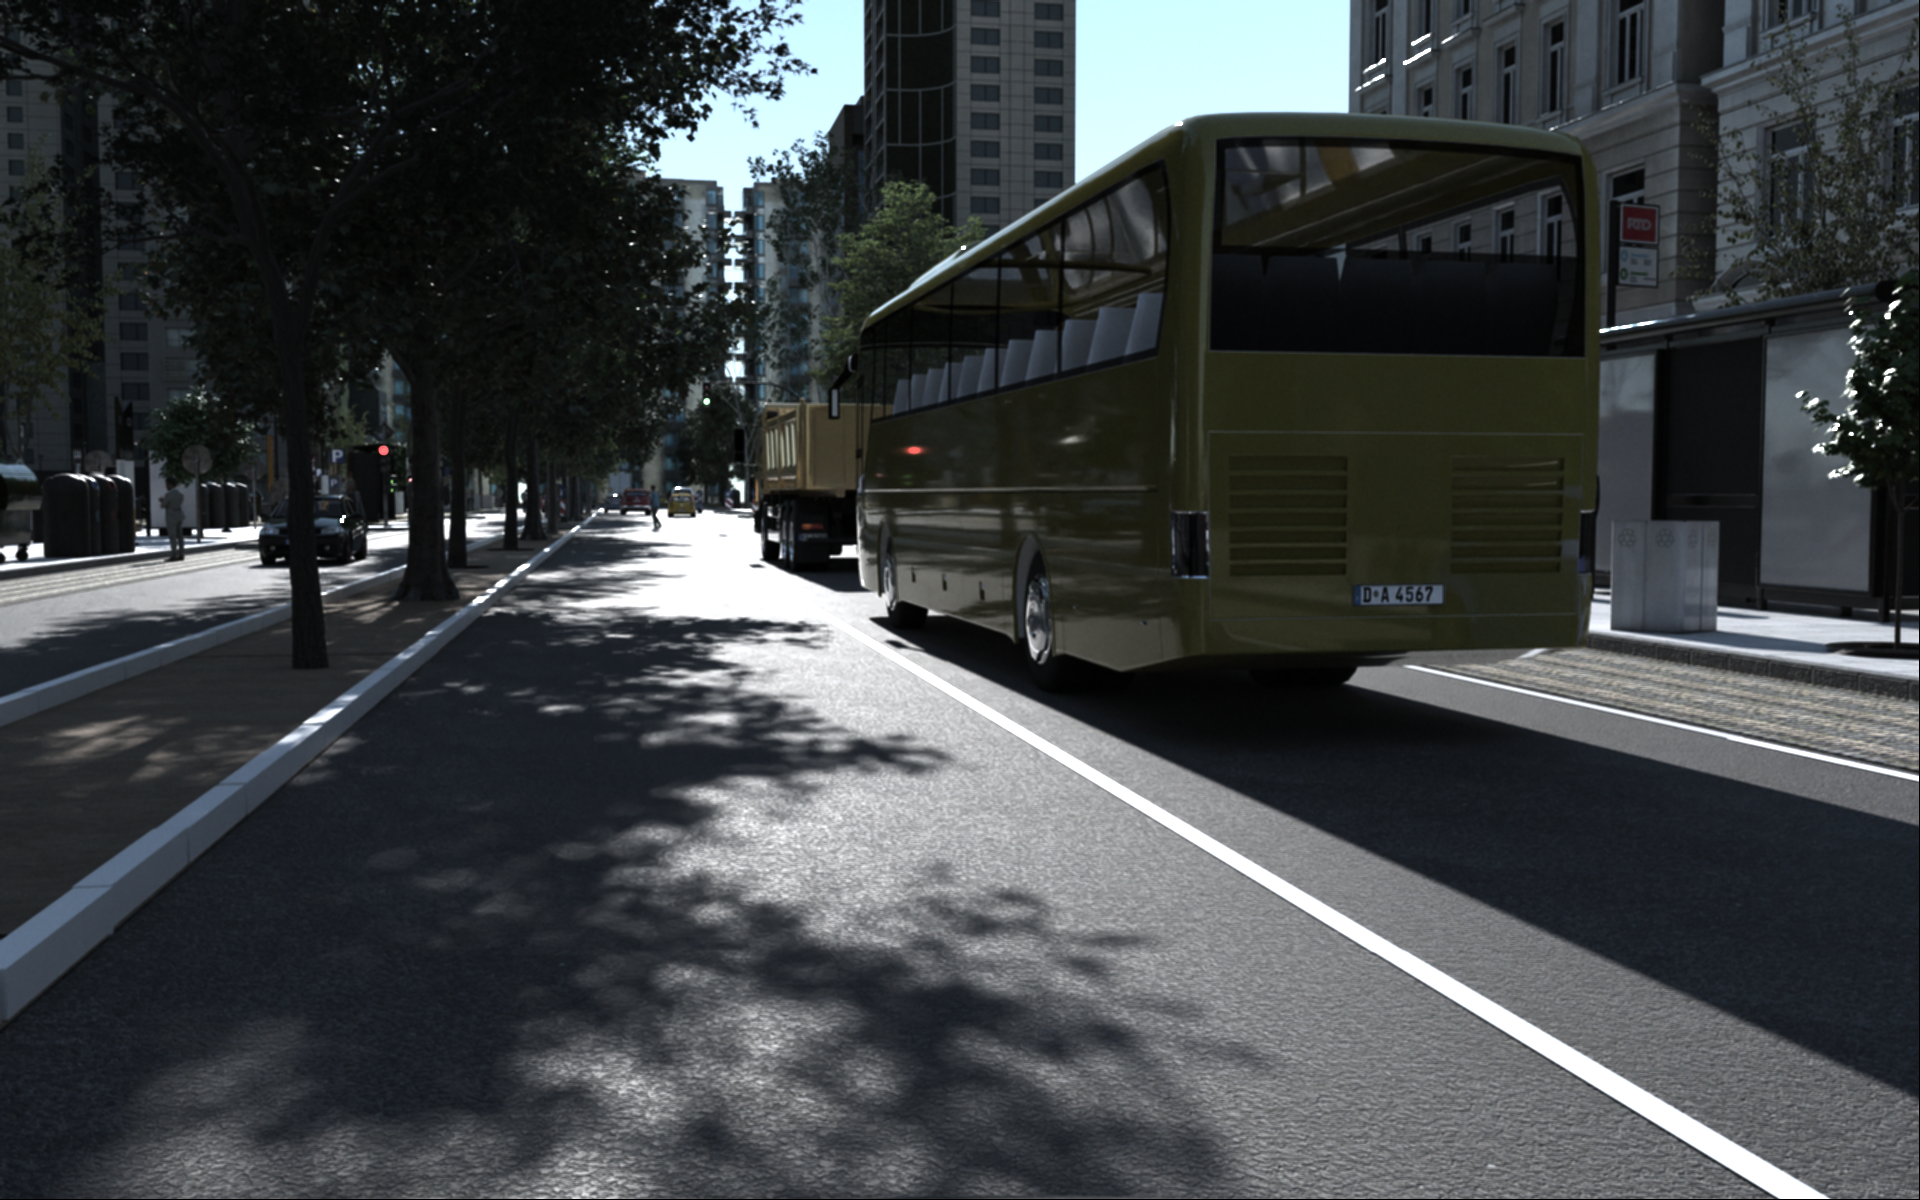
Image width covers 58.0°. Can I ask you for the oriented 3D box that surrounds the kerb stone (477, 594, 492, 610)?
[{"bbox_3d":[-5.875,0.057,21.270,0.120,0.150,1.000,-1,4,-11],"label":"kerb stone"}]

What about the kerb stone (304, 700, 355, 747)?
[{"bbox_3d":[-3.717,0.735,10.196,0.120,0.150,1.000,-1,4,-11],"label":"kerb stone"}]

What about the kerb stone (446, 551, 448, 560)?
[{"bbox_3d":[-11.467,-1.015,38.924,0.120,0.150,1.000,-1,4,-11],"label":"kerb stone"}]

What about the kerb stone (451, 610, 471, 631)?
[{"bbox_3d":[-5.289,0.241,18.255,0.120,0.150,1.000,-1,4,-11],"label":"kerb stone"}]

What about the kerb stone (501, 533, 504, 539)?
[{"bbox_3d":[-14.411,-1.946,54.013,0.120,0.150,1.000,-1,4,-11],"label":"kerb stone"}]

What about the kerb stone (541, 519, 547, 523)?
[{"bbox_3d":[-20.797,-3.950,86.770,0.120,0.150,1.000,-1,4,-11],"label":"kerb stone"}]

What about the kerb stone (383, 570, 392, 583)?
[{"bbox_3d":[-9.311,-0.342,27.867,0.120,0.150,1.000,-1,4,-11],"label":"kerb stone"}]

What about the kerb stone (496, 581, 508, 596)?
[{"bbox_3d":[-6.464,-0.128,24.290,0.120,0.150,1.000,-1,4,-11],"label":"kerb stone"}]

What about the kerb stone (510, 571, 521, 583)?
[{"bbox_3d":[-7.055,-0.312,27.299,0.120,0.150,1.000,-1,4,-11],"label":"kerb stone"}]

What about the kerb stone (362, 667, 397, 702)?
[{"bbox_3d":[-4.113,0.614,12.208,0.120,0.150,1.000,-1,4,-11],"label":"kerb stone"}]

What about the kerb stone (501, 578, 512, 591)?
[{"bbox_3d":[-6.667,-0.189,25.292,0.120,0.150,1.000,-1,4,-11],"label":"kerb stone"}]

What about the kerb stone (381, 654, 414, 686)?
[{"bbox_3d":[-4.307,0.550,13.215,0.120,0.150,1.000,-1,4,-11],"label":"kerb stone"}]

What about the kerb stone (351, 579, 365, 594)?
[{"bbox_3d":[-8.718,-0.162,24.854,0.120,0.150,1.000,-1,4,-11],"label":"kerb stone"}]

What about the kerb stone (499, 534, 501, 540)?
[{"bbox_3d":[-14.210,-1.885,53.011,0.120,0.150,1.000,-1,4,-11],"label":"kerb stone"}]

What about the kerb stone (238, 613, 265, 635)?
[{"bbox_3d":[-7.343,0.270,17.815,0.120,0.150,1.000,-1,4,-11],"label":"kerb stone"}]

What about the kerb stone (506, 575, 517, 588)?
[{"bbox_3d":[-6.858,-0.250,26.296,0.120,0.150,1.000,-1,4,-11],"label":"kerb stone"}]

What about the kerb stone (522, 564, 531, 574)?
[{"bbox_3d":[-7.651,-0.497,30.323,0.120,0.150,1.000,-1,4,-11],"label":"kerb stone"}]

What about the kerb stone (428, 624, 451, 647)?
[{"bbox_3d":[-4.906,0.364,16.243,0.120,0.150,1.000,-1,4,-11],"label":"kerb stone"}]

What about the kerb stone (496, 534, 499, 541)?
[{"bbox_3d":[-14.020,-1.823,52.007,0.120,0.150,1.000,-1,4,-11],"label":"kerb stone"}]

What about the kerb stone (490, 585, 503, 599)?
[{"bbox_3d":[-6.279,-0.066,23.280,0.120,0.150,1.000,-1,4,-11],"label":"kerb stone"}]

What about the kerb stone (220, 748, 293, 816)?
[{"bbox_3d":[-3.322,0.857,8.180,0.120,0.150,1.000,-1,4,-11],"label":"kerb stone"}]

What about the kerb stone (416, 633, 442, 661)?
[{"bbox_3d":[-4.700,0.429,15.242,0.120,0.150,1.000,-1,4,-11],"label":"kerb stone"}]

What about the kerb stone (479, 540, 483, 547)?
[{"bbox_3d":[-12.841,-1.453,45.975,0.120,0.150,1.000,-1,4,-11],"label":"kerb stone"}]

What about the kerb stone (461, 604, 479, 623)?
[{"bbox_3d":[-5.485,0.180,19.258,0.120,0.150,1.000,-1,4,-11],"label":"kerb stone"}]

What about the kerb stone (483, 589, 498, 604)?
[{"bbox_3d":[-6.078,-0.005,22.271,0.120,0.150,1.000,-1,4,-11],"label":"kerb stone"}]

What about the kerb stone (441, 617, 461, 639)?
[{"bbox_3d":[-5.099,0.303,17.246,0.120,0.150,1.000,-1,4,-11],"label":"kerb stone"}]

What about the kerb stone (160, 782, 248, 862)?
[{"bbox_3d":[-3.128,0.923,7.166,0.120,0.150,1.000,-1,4,-11],"label":"kerb stone"}]

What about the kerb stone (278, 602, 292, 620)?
[{"bbox_3d":[-7.735,0.148,19.822,0.120,0.150,1.000,-1,4,-11],"label":"kerb stone"}]

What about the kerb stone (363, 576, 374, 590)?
[{"bbox_3d":[-8.917,-0.224,25.861,0.120,0.150,1.000,-1,4,-11],"label":"kerb stone"}]

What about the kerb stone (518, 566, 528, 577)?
[{"bbox_3d":[-7.453,-0.436,29.321,0.120,0.150,1.000,-1,4,-11],"label":"kerb stone"}]

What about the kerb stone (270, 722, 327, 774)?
[{"bbox_3d":[-3.524,0.805,9.191,0.120,0.150,1.000,-1,4,-11],"label":"kerb stone"}]

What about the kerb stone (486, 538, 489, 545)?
[{"bbox_3d":[-13.235,-1.577,47.991,0.120,0.150,1.000,-1,4,-11],"label":"kerb stone"}]

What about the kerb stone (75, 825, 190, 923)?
[{"bbox_3d":[-2.936,0.981,6.162,0.120,0.150,1.000,-1,4,-11],"label":"kerb stone"}]

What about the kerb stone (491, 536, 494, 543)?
[{"bbox_3d":[-13.623,-1.701,50.002,0.120,0.150,1.000,-1,4,-11],"label":"kerb stone"}]

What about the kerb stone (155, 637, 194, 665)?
[{"bbox_3d":[-6.756,0.452,14.799,0.120,0.150,1.000,-1,4,-11],"label":"kerb stone"}]

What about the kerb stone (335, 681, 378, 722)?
[{"bbox_3d":[-3.915,0.672,11.205,0.120,0.150,1.000,-1,4,-11],"label":"kerb stone"}]

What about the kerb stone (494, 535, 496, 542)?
[{"bbox_3d":[-13.829,-1.762,51.003,0.120,0.150,1.000,-1,4,-11],"label":"kerb stone"}]

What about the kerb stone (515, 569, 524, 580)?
[{"bbox_3d":[-7.255,-0.374,28.318,0.120,0.150,1.000,-1,4,-11],"label":"kerb stone"}]

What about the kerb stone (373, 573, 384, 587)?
[{"bbox_3d":[-9.107,-0.286,26.866,0.120,0.150,1.000,-1,4,-11],"label":"kerb stone"}]

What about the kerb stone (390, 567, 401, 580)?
[{"bbox_3d":[-9.491,-0.408,28.873,0.120,0.150,1.000,-1,4,-11],"label":"kerb stone"}]

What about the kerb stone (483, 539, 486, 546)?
[{"bbox_3d":[-13.030,-1.516,46.988,0.120,0.150,1.000,-1,4,-11],"label":"kerb stone"}]

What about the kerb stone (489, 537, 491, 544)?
[{"bbox_3d":[-13.429,-1.639,48.999,0.120,0.150,1.000,-1,4,-11],"label":"kerb stone"}]

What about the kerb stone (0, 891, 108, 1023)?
[{"bbox_3d":[-2.731,1.042,5.161,0.120,0.150,1.000,-1,4,-11],"label":"kerb stone"}]

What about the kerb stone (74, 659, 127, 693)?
[{"bbox_3d":[-6.369,0.576,12.780,0.120,0.150,1.000,-1,4,-11],"label":"kerb stone"}]

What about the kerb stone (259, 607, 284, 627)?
[{"bbox_3d":[-7.537,0.207,18.819,0.120,0.150,1.000,-1,4,-11],"label":"kerb stone"}]

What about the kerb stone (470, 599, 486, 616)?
[{"bbox_3d":[-5.682,0.120,20.266,0.120,0.150,1.000,-1,4,-11],"label":"kerb stone"}]

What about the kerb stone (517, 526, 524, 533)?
[{"bbox_3d":[-16.965,-2.745,67.079,0.120,0.150,1.000,-1,4,-11],"label":"kerb stone"}]

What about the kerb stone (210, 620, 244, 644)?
[{"bbox_3d":[-7.150,0.329,16.811,0.120,0.150,1.000,-1,4,-11],"label":"kerb stone"}]

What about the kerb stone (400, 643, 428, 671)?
[{"bbox_3d":[-4.506,0.492,14.223,0.120,0.150,1.000,-1,4,-11],"label":"kerb stone"}]

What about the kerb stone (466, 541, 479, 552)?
[{"bbox_3d":[-12.647,-1.389,44.969,0.120,0.150,1.000,-1,4,-11],"label":"kerb stone"}]

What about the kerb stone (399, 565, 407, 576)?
[{"bbox_3d":[-9.705,-0.467,29.873,0.120,0.150,1.000,-1,4,-11],"label":"kerb stone"}]

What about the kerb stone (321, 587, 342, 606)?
[{"bbox_3d":[-8.328,-0.040,22.845,0.120,0.150,1.000,-1,4,-11],"label":"kerb stone"}]

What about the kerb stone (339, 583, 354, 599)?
[{"bbox_3d":[-8.518,-0.101,23.852,0.120,0.150,1.000,-1,4,-11],"label":"kerb stone"}]

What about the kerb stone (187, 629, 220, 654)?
[{"bbox_3d":[-6.958,0.398,15.806,0.120,0.150,1.000,-1,4,-11],"label":"kerb stone"}]

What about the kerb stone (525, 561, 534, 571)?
[{"bbox_3d":[-7.839,-0.559,31.328,0.120,0.150,1.000,-1,4,-11],"label":"kerb stone"}]

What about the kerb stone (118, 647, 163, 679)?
[{"bbox_3d":[-6.561,0.516,13.788,0.120,0.150,1.000,-1,4,-11],"label":"kerb stone"}]
